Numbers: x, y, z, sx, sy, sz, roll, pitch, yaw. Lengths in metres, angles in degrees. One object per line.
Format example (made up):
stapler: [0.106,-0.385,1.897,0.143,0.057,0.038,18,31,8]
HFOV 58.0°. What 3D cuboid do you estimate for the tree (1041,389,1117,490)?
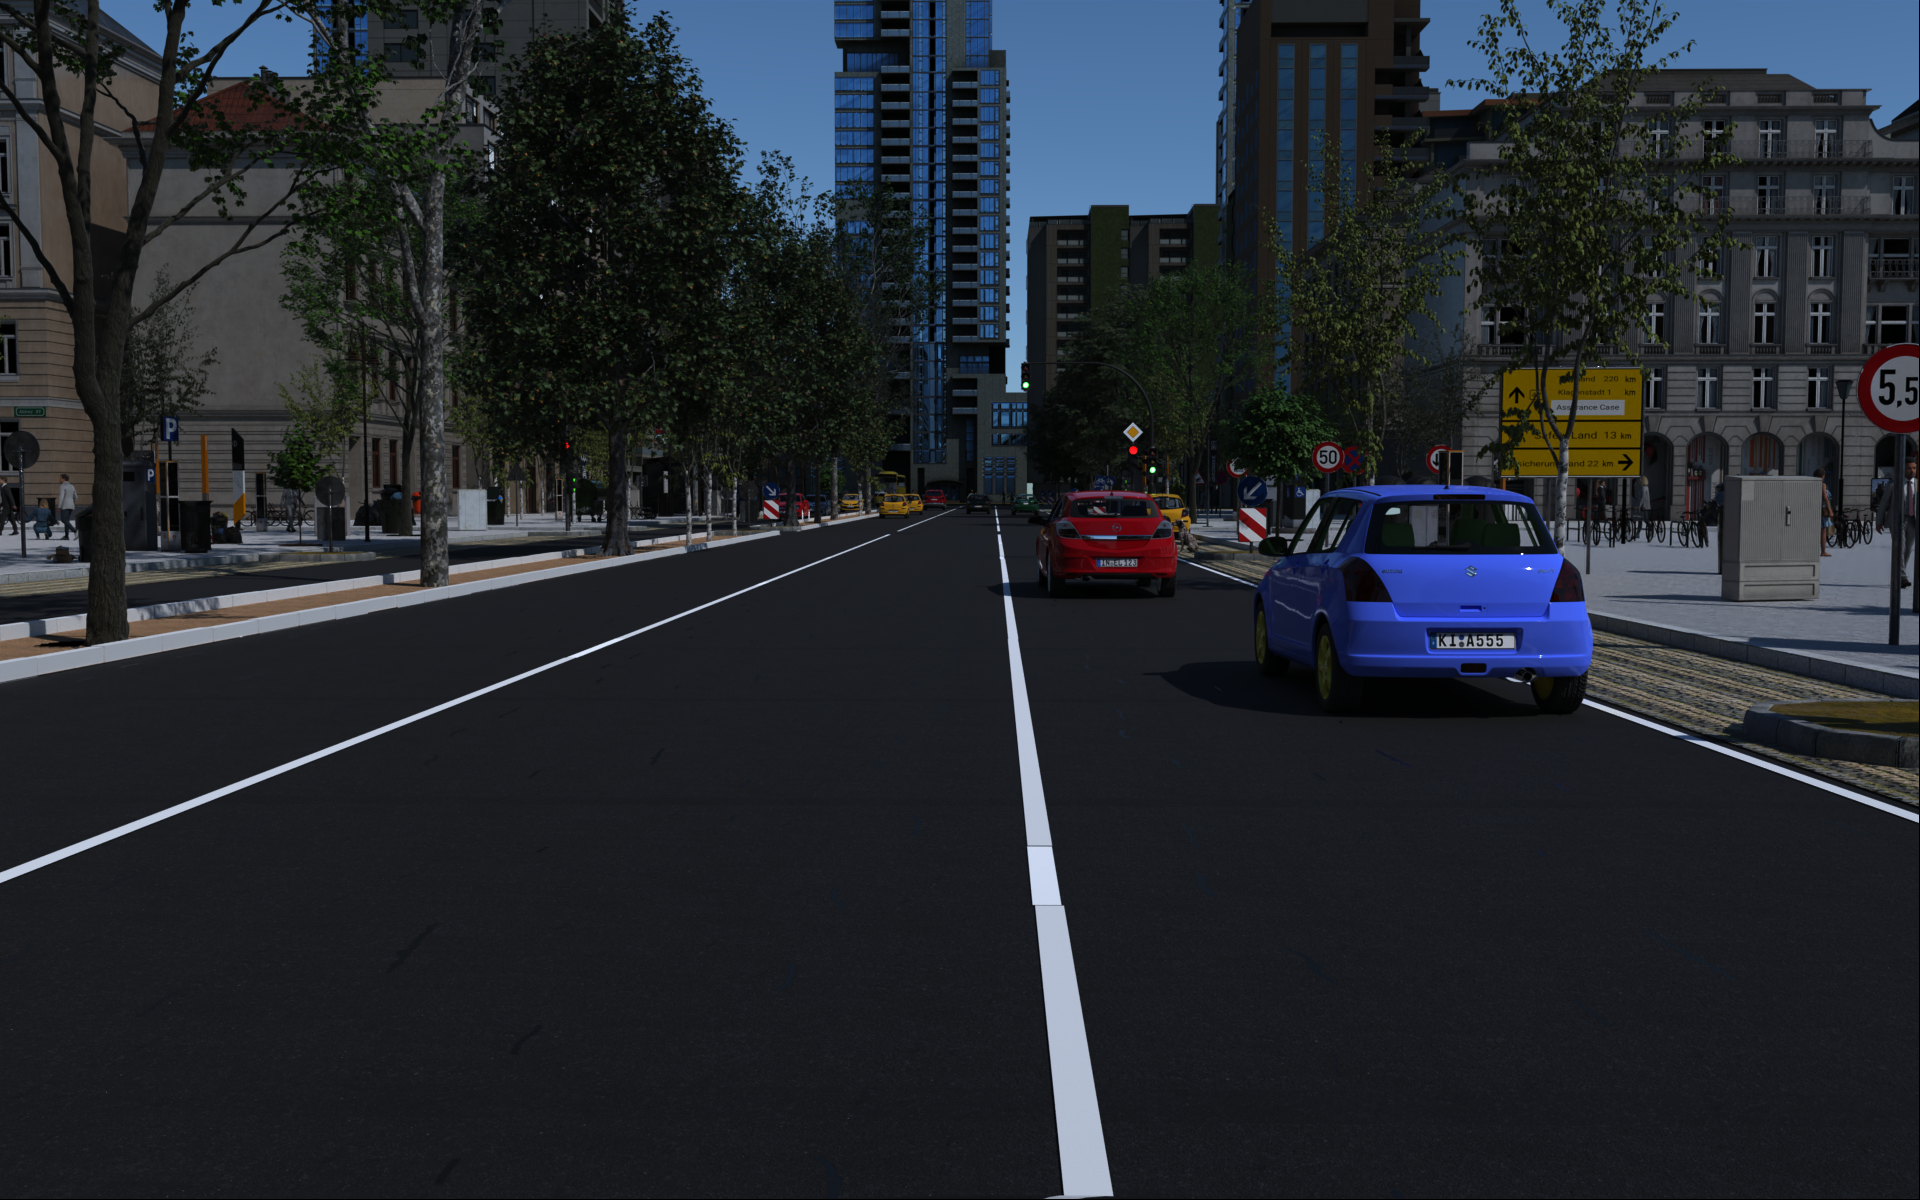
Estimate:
tree: [11.571,-13.258,151.182,8.767,10.594,7.601,-1,4,-19]

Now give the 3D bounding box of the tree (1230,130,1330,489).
tree: [7.886,-5.115,33.986,4.737,8.622,4.395,0,3,0]

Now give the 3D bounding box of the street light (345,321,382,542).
street light: [-15.959,-4.507,46.470,0.468,5.910,1.993,0,4,1]

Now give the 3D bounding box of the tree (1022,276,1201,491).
tree: [9.955,-12.015,103.092,9.857,13.997,8.962,0,3,0]

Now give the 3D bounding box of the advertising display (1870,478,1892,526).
advertising display: [36.952,-3.931,69.488,0.123,1.923,0.974,-1,4,-16]

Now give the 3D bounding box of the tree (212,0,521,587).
tree: [-9.286,-10.311,26.929,12.611,20.169,13.585,0,3,0]

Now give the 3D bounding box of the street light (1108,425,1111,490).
street light: [9.611,-8.489,111.574,0.468,5.910,1.993,0,4,1]

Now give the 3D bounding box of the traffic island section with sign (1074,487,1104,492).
traffic island section with sign: [7.253,-5.118,92.302,1.989,1.847,2.006,0,4,1]

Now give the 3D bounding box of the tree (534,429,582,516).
tree: [-24.254,-9.208,100.907,4.360,8.622,3.978,0,3,0]

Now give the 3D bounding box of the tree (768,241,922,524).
tree: [-6.893,-10.447,83.636,12.009,13.543,11.850,0,3,0]

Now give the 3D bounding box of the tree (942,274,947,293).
tree: [-7.607,-16.074,121.162,12.611,20.169,13.585,0,3,0]

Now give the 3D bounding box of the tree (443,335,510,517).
tree: [-22.130,-7.925,79.938,4.737,8.622,4.395,0,3,0]

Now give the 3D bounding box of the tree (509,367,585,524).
tree: [-16.390,-7.547,73.748,4.737,8.622,4.395,0,3,0]

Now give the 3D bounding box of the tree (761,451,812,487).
tree: [-14.922,-12.786,143.466,8.767,10.594,7.601,1,4,11]

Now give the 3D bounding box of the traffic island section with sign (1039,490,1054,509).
traffic island section with sign: [8.748,-9.836,169.443,1.989,1.847,2.006,0,4,1]

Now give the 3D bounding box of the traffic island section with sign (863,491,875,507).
traffic island section with sign: [-10.634,-11.515,196.892,1.989,1.847,2.006,0,4,1]

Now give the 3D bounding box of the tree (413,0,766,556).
tree: [-7.951,-7.368,39.924,9.611,12.733,9.660,0,3,0]

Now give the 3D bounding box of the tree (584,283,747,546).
tree: [-7.442,-5.779,47.301,4.737,8.622,4.395,0,3,0]

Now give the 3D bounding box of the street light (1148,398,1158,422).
street light: [9.025,-6.630,81.196,0.468,5.910,1.993,0,4,1]

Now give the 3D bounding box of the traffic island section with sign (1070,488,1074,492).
traffic island section with sign: [7.779,-6.783,119.524,1.989,1.847,2.006,0,4,1]

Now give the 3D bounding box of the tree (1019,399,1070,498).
tree: [12.414,-18.813,217.962,12.009,13.543,11.850,0,3,0]

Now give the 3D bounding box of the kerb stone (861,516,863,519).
kerb stone: [-5.675,-4.556,96.683,0.120,0.150,1.000,0,4,1]

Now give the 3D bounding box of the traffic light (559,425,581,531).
traffic light: [-13.594,-4.347,59.988,0.839,4.253,0.868,0,4,1]

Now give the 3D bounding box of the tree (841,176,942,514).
tree: [-8.140,-14.526,95.846,12.611,20.169,13.585,0,3,0]

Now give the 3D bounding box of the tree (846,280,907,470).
tree: [-7.126,-9.377,72.773,9.611,12.733,9.660,0,3,0]

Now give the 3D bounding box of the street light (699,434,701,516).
street light: [-14.880,-7.723,99.052,0.468,5.910,1.993,0,4,1]

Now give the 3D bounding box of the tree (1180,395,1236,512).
tree: [17.442,-10.600,123.676,4.360,8.622,3.978,0,3,0]

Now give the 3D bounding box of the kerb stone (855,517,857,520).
kerb stone: [-5.761,-4.306,92.592,0.120,0.150,1.000,0,4,1]

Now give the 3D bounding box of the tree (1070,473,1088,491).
tree: [11.335,-10.338,163.625,1.663,3.219,1.824,0,3,0]

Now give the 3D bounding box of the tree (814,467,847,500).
tree: [-14.046,-12.598,189.694,4.285,4.588,4.351,0,3,0]

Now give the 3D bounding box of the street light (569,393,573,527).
street light: [-15.461,-5.844,68.330,0.468,5.910,1.993,0,4,1]

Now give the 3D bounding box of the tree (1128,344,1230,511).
tree: [10.525,-8.277,85.693,4.737,8.622,4.395,0,3,0]

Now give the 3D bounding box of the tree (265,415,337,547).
tree: [-16.228,-2.952,42.859,1.663,3.219,1.824,0,3,0]

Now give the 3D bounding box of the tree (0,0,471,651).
tree: [-7.915,-5.358,15.813,9.928,11.665,9.643,0,3,0]

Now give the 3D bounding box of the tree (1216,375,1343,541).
tree: [8.795,-3.907,47.600,4.285,4.588,4.351,0,3,0]

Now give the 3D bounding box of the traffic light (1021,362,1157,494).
traffic light: [4.470,-5.189,59.511,4.771,5.953,1.251,0,4,1]

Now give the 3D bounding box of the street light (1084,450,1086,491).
street light: [10.267,-10.370,142.336,0.468,5.910,1.993,0,4,1]

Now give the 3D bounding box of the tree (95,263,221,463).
tree: [-26.042,-6.442,55.687,4.360,8.622,3.978,0,3,0]

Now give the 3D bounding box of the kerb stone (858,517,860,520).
kerb stone: [-5.726,-4.430,94.639,0.120,0.150,1.000,0,4,1]

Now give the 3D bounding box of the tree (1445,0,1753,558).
tree: [8.365,-4.478,23.577,4.737,8.622,4.395,0,3,0]

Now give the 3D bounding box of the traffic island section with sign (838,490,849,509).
traffic island section with sign: [-11.164,-9.860,169.841,1.989,1.847,2.006,0,4,1]

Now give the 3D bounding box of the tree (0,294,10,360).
tree: [-26.773,-5.747,44.326,4.737,8.622,4.395,0,3,0]

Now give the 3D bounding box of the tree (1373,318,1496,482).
tree: [20.132,-7.444,72.068,4.360,8.622,3.978,0,3,0]

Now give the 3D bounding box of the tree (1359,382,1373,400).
tree: [20.294,-7.842,78.584,4.360,8.622,3.978,0,3,0]

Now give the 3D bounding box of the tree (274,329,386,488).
tree: [-26.930,-7.604,74.692,4.737,8.622,4.395,0,3,0]

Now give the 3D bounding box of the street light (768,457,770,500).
street light: [-14.297,-9.584,129.484,0.468,5.910,1.993,0,4,1]

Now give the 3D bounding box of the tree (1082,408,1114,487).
tree: [10.506,-10.955,129.481,4.360,8.622,3.978,0,3,0]

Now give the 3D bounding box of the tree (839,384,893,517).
tree: [-6.351,-9.708,111.549,4.737,8.622,4.395,0,3,0]

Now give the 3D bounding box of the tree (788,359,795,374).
tree: [-7.620,-6.457,58.394,4.360,8.622,3.978,0,3,0]

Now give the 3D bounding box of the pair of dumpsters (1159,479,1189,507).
pair of dumpsters: [13.906,-6.724,112.424,1.574,2.255,4.437,0,4,1]

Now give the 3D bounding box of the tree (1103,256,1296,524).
tree: [10.233,-9.108,74.668,9.928,11.665,9.643,0,3,0]

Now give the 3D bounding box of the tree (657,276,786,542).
tree: [-7.541,-6.064,51.971,4.360,8.622,3.978,0,3,0]

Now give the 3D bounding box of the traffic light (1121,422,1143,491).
traffic light: [6.719,-4.812,67.595,0.839,4.253,0.868,0,4,1]
